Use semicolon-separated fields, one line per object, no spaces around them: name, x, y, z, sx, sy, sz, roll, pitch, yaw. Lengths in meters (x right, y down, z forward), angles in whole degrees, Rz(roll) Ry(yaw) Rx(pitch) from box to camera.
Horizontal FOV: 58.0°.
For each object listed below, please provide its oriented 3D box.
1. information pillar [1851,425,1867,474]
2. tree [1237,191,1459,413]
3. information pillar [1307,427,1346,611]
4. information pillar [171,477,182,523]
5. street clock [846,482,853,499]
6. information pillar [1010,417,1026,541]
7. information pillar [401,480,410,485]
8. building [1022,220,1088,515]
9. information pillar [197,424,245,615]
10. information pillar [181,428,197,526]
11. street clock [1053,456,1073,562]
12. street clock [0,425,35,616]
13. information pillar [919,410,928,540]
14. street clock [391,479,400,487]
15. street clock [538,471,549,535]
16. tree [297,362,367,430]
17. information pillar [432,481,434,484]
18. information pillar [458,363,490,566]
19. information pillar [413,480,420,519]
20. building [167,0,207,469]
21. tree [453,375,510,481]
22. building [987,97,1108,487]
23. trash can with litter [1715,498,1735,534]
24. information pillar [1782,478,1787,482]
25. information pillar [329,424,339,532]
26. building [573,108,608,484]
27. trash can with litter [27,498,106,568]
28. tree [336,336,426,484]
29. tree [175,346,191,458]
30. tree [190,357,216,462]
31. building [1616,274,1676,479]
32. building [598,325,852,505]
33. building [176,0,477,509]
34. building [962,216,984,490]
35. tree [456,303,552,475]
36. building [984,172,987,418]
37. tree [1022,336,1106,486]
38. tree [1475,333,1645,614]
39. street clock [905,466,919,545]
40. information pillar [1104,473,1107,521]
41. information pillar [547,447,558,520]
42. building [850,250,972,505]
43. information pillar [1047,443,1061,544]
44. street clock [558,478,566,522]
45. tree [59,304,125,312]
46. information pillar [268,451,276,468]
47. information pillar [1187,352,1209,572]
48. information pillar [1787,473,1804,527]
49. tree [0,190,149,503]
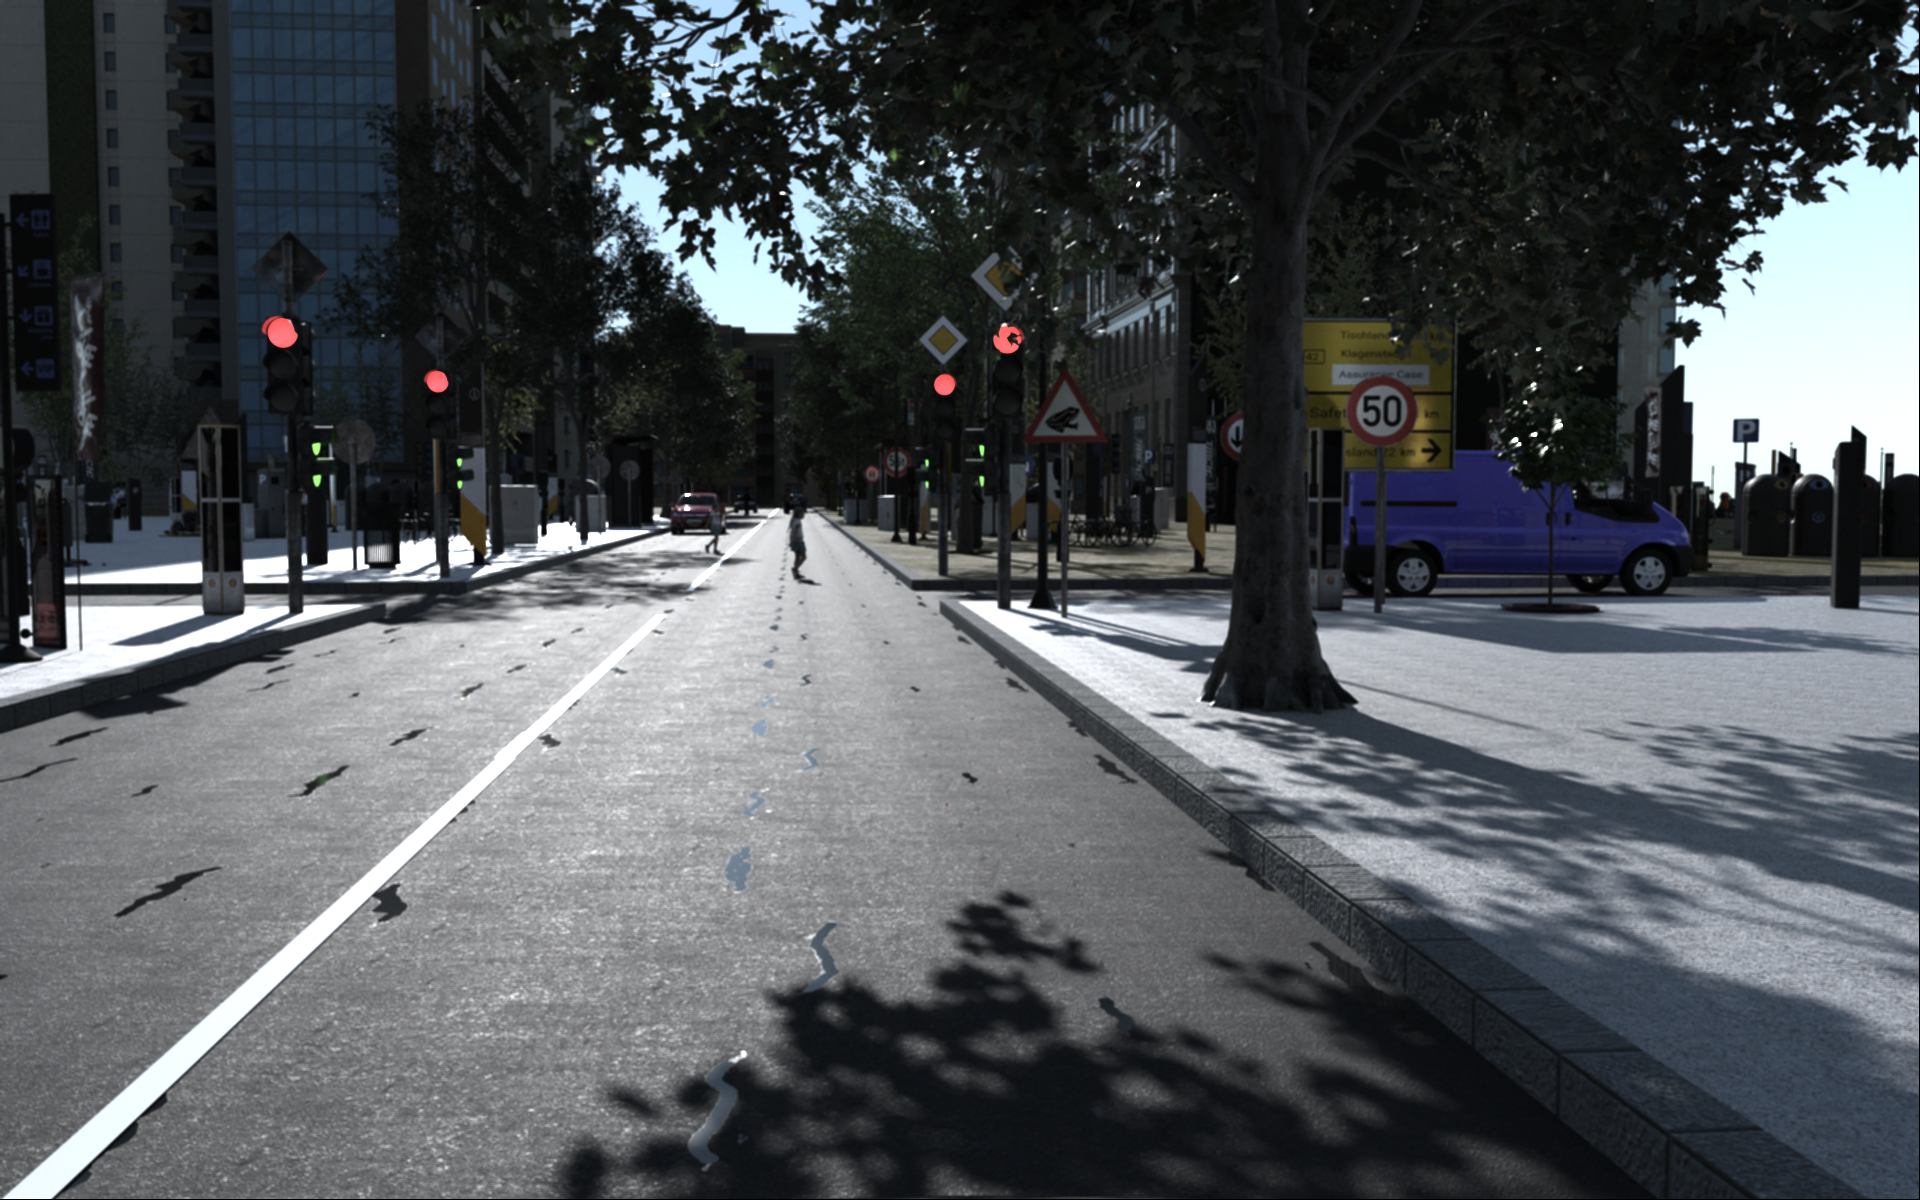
information pillar;30.284;-4.104;58.453;0.504;3.616;0.183;3;5;41
tree;9.731;-5.618;42.218;4.737;8.622;4.395;0;3;0
information pillar;4.031;-0.893;19.099;0.304;2.012;0.304;-1;4;-14
information pillar;-34.684;-4.416;76.697;0.304;2.012;0.304;3;5;39
street clock;-6.057;-5.552;95.343;0.358;2.002;0.471;-3;5;-39
information pillar;1.577;-3.447;47.709;0.504;3.616;0.183;-2;4;-31
information pillar;-28.897;-5.247;90.282;0.304;2.012;0.304;2;4;25
building;19.291;-17.029;123.456;27.650;21.520;28.899;0;4;-5
information pillar;-7.857;-0.852;18.427;0.304;2.012;0.304;2;4;26
information pillar;-27.295;-4.281;61.349;0.504;3.616;0.183;0;4;-2
street clock;1.956;-1.733;32.911;0.358;2.002;0.471;2;4;26
street clock;-9.997;-0.839;18.291;0.471;2.002;0.358;2;4;29
information pillar;-1.000;-3.497;48.526;0.183;3.616;0.504;1;4;13
street clock;-27.851;-4.954;85.569;0.471;2.002;0.358;-2;4;-29
street clock;-13.058;-3.043;54.320;0.358;2.002;0.471;-2;4;-25
tree;-35.169;-8.941;96.542;4.737;8.622;4.395;0;3;0
information pillar;-29.006;-5.591;95.899;0.304;2.012;0.304;3;5;39
information pillar;-8.723;-2.427;31.043;0.504;3.616;0.183;1;4;16
information pillar;-28.013;-5.189;89.331;0.304;2.012;0.304;-1;4;-10
building;-43.200;-30.612;124.200;21.300;48.544;21.600;0;4;-5
tree;-27.230;-9.050;98.337;4.737;8.622;4.395;0;3;0
building;9.913;-30.215;144.124;14.600;45.320;14.200;0;4;-5
trash can with litter;25.333;-2.796;56.774;1.678;1.210;2.233;3;4;36
information pillar;38.303;-4.647;80.475;0.304;2.012;0.304;2;4;28
information pillar;-21.010;-4.077;58.020;0.183;3.616;0.504;-2;4;-32
building;-57.448;-35.884;206.309;30.456;49.044;23.786;0;4;-5
trash can with litter;-16.064;-1.198;30.644;1.678;1.210;2.233;-1;4;-14
tree;-26.633;-7.892;79.390;4.360;8.622;3.978;0;3;0
tree;-37.969;-7.899;79.505;4.360;8.622;3.978;0;3;0
tree;-39.479;-8.343;86.763;4.360;8.622;3.978;0;3;0
building;48.018;-32.881;157.218;30.456;49.044;23.786;0;4;-5
building;-28.139;-22.469;212.411;28.899;21.520;27.650;0;4;-5
building;-38.145;-27.908;106.411;14.600;45.320;14.200;0;4;-5
building;12.021;-32.171;217.872;23.993;40.220;32.217;0;4;-5
tree;-17.716;-7.090;66.288;4.360;8.622;3.978;0;3;0
building;8.964;-29.042;158.424;14.154;41.232;14.086;0;4;-5
tree;4.546;-7.798;77.862;4.360;8.622;3.978;0;3;0
tree;6.473;-1.483;18.855;1.663;3.219;1.824;0;3;0
street clock;-1.212;-2.416;44.066;0.358;2.002;0.471;0;4;4
information pillar;6.764;-5.595;82.826;0.504;3.616;0.183;0;4;-2
information pillar;-20.172;-5.768;85.654;0.504;3.616;0.183;-1;4;-15
building;-6.057;-26.631;207.118;14.107;30.474;14.160;0;4;-5
information pillar;2.380;-3.272;44.856;0.504;3.616;0.183;-1;4;-13
street clock;-17.984;-4.505;78.229;0.358;2.002;0.471;-1;4;-21
tree;-32.544;-6.983;64.530;4.360;8.622;3.978;0;3;0
information pillar;-37.605;-6.322;94.724;0.504;3.616;0.183;1;4;22
information pillar;3.893;-2.266;28.403;0.183;3.616;0.504;3;4;37
information pillar;29.845;-3.505;61.805;0.304;2.012;0.304;-1;4;-16
tree;-21.924;-5.610;42.080;4.737;8.622;4.395;0;3;0
